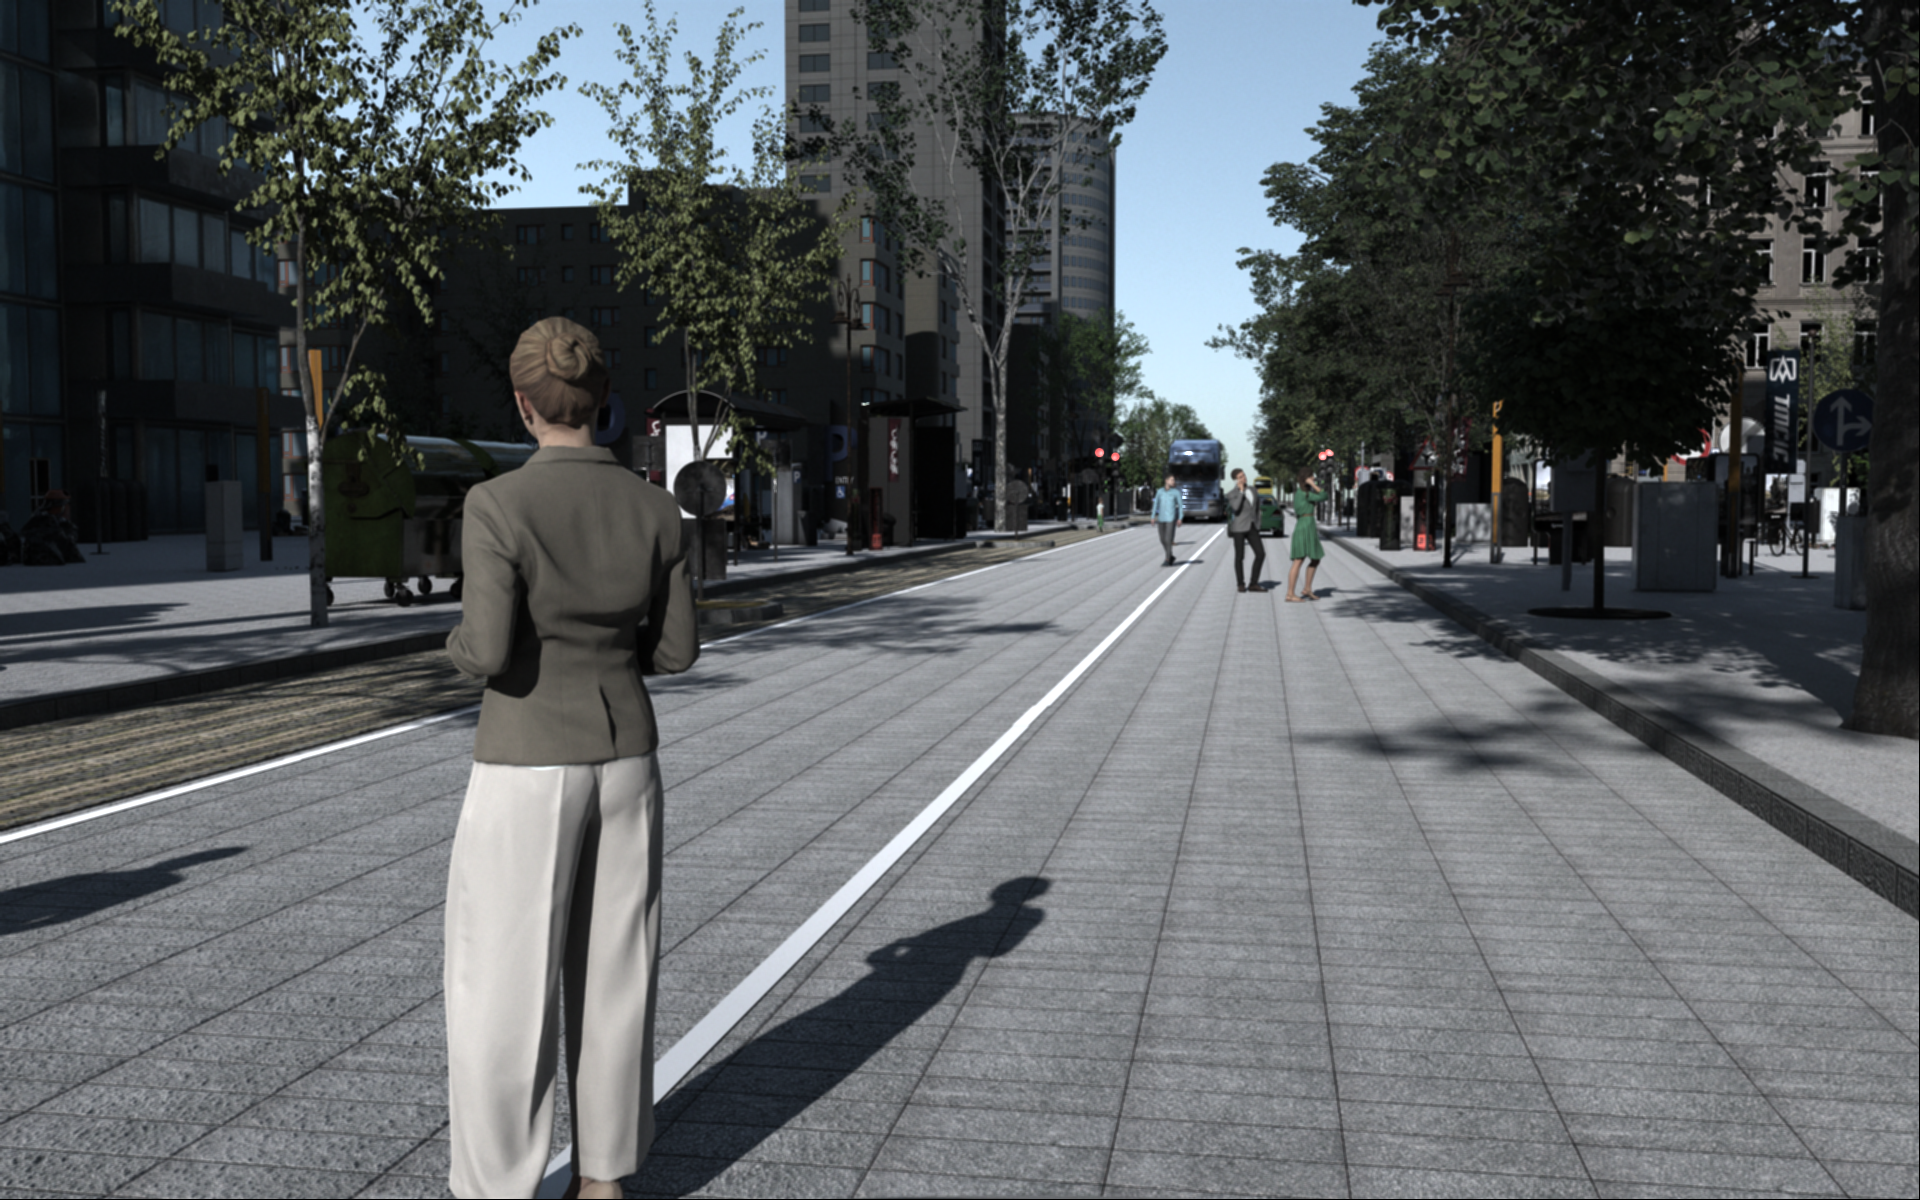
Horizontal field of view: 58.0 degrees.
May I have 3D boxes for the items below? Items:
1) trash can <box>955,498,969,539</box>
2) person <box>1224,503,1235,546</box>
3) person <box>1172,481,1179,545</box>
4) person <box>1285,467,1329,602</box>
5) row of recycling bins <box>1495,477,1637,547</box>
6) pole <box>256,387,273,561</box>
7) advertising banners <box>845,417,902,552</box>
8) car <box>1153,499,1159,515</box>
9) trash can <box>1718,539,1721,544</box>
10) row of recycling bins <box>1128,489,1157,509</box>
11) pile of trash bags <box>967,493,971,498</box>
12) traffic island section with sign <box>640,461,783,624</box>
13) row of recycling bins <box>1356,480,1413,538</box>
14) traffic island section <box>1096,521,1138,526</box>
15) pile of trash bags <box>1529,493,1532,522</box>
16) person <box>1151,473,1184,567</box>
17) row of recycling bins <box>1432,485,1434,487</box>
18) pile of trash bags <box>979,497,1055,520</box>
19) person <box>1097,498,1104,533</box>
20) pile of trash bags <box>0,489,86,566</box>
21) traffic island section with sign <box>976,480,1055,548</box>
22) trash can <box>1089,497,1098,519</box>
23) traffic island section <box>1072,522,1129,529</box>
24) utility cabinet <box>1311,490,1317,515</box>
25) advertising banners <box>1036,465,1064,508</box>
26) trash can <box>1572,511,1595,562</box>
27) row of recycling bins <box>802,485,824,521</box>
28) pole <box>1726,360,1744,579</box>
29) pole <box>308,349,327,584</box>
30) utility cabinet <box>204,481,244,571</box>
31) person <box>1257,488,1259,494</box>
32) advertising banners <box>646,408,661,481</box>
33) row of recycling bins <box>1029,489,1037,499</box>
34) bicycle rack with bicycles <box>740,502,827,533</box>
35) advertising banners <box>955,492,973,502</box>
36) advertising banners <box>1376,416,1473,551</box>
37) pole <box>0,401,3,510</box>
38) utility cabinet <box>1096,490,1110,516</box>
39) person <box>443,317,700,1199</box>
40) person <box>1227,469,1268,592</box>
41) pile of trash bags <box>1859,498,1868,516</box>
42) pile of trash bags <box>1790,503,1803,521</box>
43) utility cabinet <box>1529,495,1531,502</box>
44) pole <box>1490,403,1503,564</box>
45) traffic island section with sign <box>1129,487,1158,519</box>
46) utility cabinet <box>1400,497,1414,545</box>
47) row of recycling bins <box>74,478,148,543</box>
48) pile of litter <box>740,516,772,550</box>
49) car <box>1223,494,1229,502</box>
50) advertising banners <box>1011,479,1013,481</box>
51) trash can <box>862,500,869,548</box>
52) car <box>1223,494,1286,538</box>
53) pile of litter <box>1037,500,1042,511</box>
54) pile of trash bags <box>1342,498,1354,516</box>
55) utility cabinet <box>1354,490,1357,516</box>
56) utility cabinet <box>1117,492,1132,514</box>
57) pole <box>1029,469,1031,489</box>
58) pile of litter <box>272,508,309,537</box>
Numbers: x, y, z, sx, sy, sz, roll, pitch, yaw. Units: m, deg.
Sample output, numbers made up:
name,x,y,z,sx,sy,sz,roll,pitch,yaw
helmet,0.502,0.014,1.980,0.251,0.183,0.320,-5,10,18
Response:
name,x,y,z,sx,sy,sz,roll,pitch,yaw
trash can,-0.113,-2.327,49.692,0.748,1.137,0.748,0,3,0
person,7.771,-2.411,48.263,0.623,1.781,0.721,-2,4,-27
person,5.900,-2.435,48.489,0.721,1.800,0.419,-2,4,-35
person,4.593,-0.881,23.147,0.529,1.795,0.600,-1,4,-11
row of recycling bins,14.753,-2.139,42.090,3.534,1.692,1.069,0,4,1
pole,-13.337,-2.408,33.206,0.158,3.312,0.155,0,3,0
advertising banners,-1.930,-2.630,39.188,0.090,3.025,2.074,2,4,35
car,14.283,-6.705,119.214,1.945,1.707,3.694,1,4,10
trash can,19.564,-1.985,44.110,0.748,1.137,0.748,0,3,0
row of recycling bins,15.306,-8.454,145.338,1.069,1.692,3.534,3,5,43
pile of trash bags,1.527,-5.929,106.697,3.447,1.369,1.912,-3,4,-36
traffic island section with sign,-3.127,-0.692,19.947,1.989,1.847,2.006,1,4,10
row of recycling bins,12.512,-2.691,51.106,1.069,1.692,3.534,0,4,-3
traffic island section,7.100,-3.487,79.294,2.009,0.180,2.903,1,4,10
pile of trash bags,21.933,-3.272,63.247,1.912,1.369,3.447,-2,4,-34
person,4.144,-1.578,34.165,0.638,1.841,0.748,3,5,39
row of recycling bins,17.586,-3.660,66.961,3.534,1.692,1.069,0,4,1
pile of trash bags,2.972,-4.632,85.478,3.447,1.369,1.912,-3,5,-42
person,5.133,-3.103,63.476,0.306,1.304,0.590,2,4,31
pile of trash bags,-17.238,-1.371,32.168,1.912,1.369,3.447,-1,4,-11
traffic island section with sign,1.537,-2.352,47.084,1.989,1.847,2.006,1,4,10
trash can,6.934,-4.791,89.994,0.748,1.137,0.748,0,3,0
traffic island section,5.742,-3.006,71.425,2.009,0.180,2.903,1,4,10
utility cabinet,21.844,-5.945,105.883,0.318,1.500,1.173,-3,4,-38
advertising banners,5.478,-6.694,105.640,2.074,3.025,0.090,3,5,40
trash can,11.684,-1.286,32.686,0.748,1.137,0.748,0,3,0
row of recycling bins,-7.656,-4.635,82.890,3.534,1.692,1.069,3,5,44
pole,11.753,-1.983,26.270,0.158,3.312,0.155,0,3,0
pole,-9.119,-1.880,24.577,0.158,3.312,0.155,0,3,0
utility cabinet,-12.364,-1.248,29.081,0.318,1.500,1.173,-1,4,-9
person,19.762,-6.553,115.598,0.622,1.834,0.822,-3,4,-39
advertising banners,-6.791,-2.364,34.840,2.074,3.025,0.090,-2,4,-31
row of recycling bins,5.911,-7.866,135.716,3.534,1.692,1.069,-2,4,-27
bicycle rack with bicycles,-5.446,-2.658,56.847,2.925,0.926,2.852,0,4,3
advertising banners,-0.123,-6.934,109.552,2.074,3.025,0.090,2,4,30
advertising banners,10.445,-2.618,38.986,2.074,3.025,0.090,1,4,15
pole,-20.995,-2.693,37.866,0.158,3.312,0.155,0,3,0
utility cabinet,8.217,-5.577,99.863,0.318,1.500,1.173,2,4,31
person,-0.767,0.352,3.299,0.519,1.759,0.362,-3,5,-41
person,4.202,-1.018,25.322,0.592,1.802,0.473,-1,4,-8
pile of trash bags,40.822,-4.229,78.904,3.447,1.369,1.912,-2,4,-34
pile of trash bags,40.686,-4.523,83.710,3.447,1.369,1.912,0,4,2
utility cabinet,26.852,-4.282,81.169,1.020,1.237,0.306,0,4,1
pole,9.876,-2.324,31.838,0.158,3.312,0.155,0,3,0
traffic island section with sign,10.943,-5.684,101.560,1.989,1.847,2.006,1,4,10
utility cabinet,11.394,-2.001,43.882,1.020,1.237,0.306,3,5,41
row of recycling bins,-22.792,-2.418,46.653,1.069,1.692,3.534,0,4,-6
pile of litter,-4.975,-1.619,40.433,1.176,0.858,1.719,0,4,2
car,29.966,-11.309,194.683,2.009,1.686,4.222,1,4,11
advertising banners,3.341,-7.246,114.652,0.090,3.025,2.074,0,4,-5
trash can,-2.197,-1.802,41.116,0.748,1.137,0.748,0,3,0
car,9.922,-2.842,58.260,2.131,1.459,4.920,1,4,8
pile of litter,5.303,-6.412,118.796,1.719,0.858,1.176,-1,4,-12
pile of trash bags,23.920,-5.579,100.961,3.447,1.369,1.912,-3,5,-44
utility cabinet,22.967,-5.482,98.311,1.173,1.500,0.318,1,4,20
utility cabinet,10.294,-6.130,108.911,1.173,1.500,0.318,-2,4,-35
pole,5.600,-8.848,138.515,0.158,3.312,0.155,0,3,0
pile of litter,-20.435,-2.383,52.927,1.176,0.858,1.719,2,4,33
